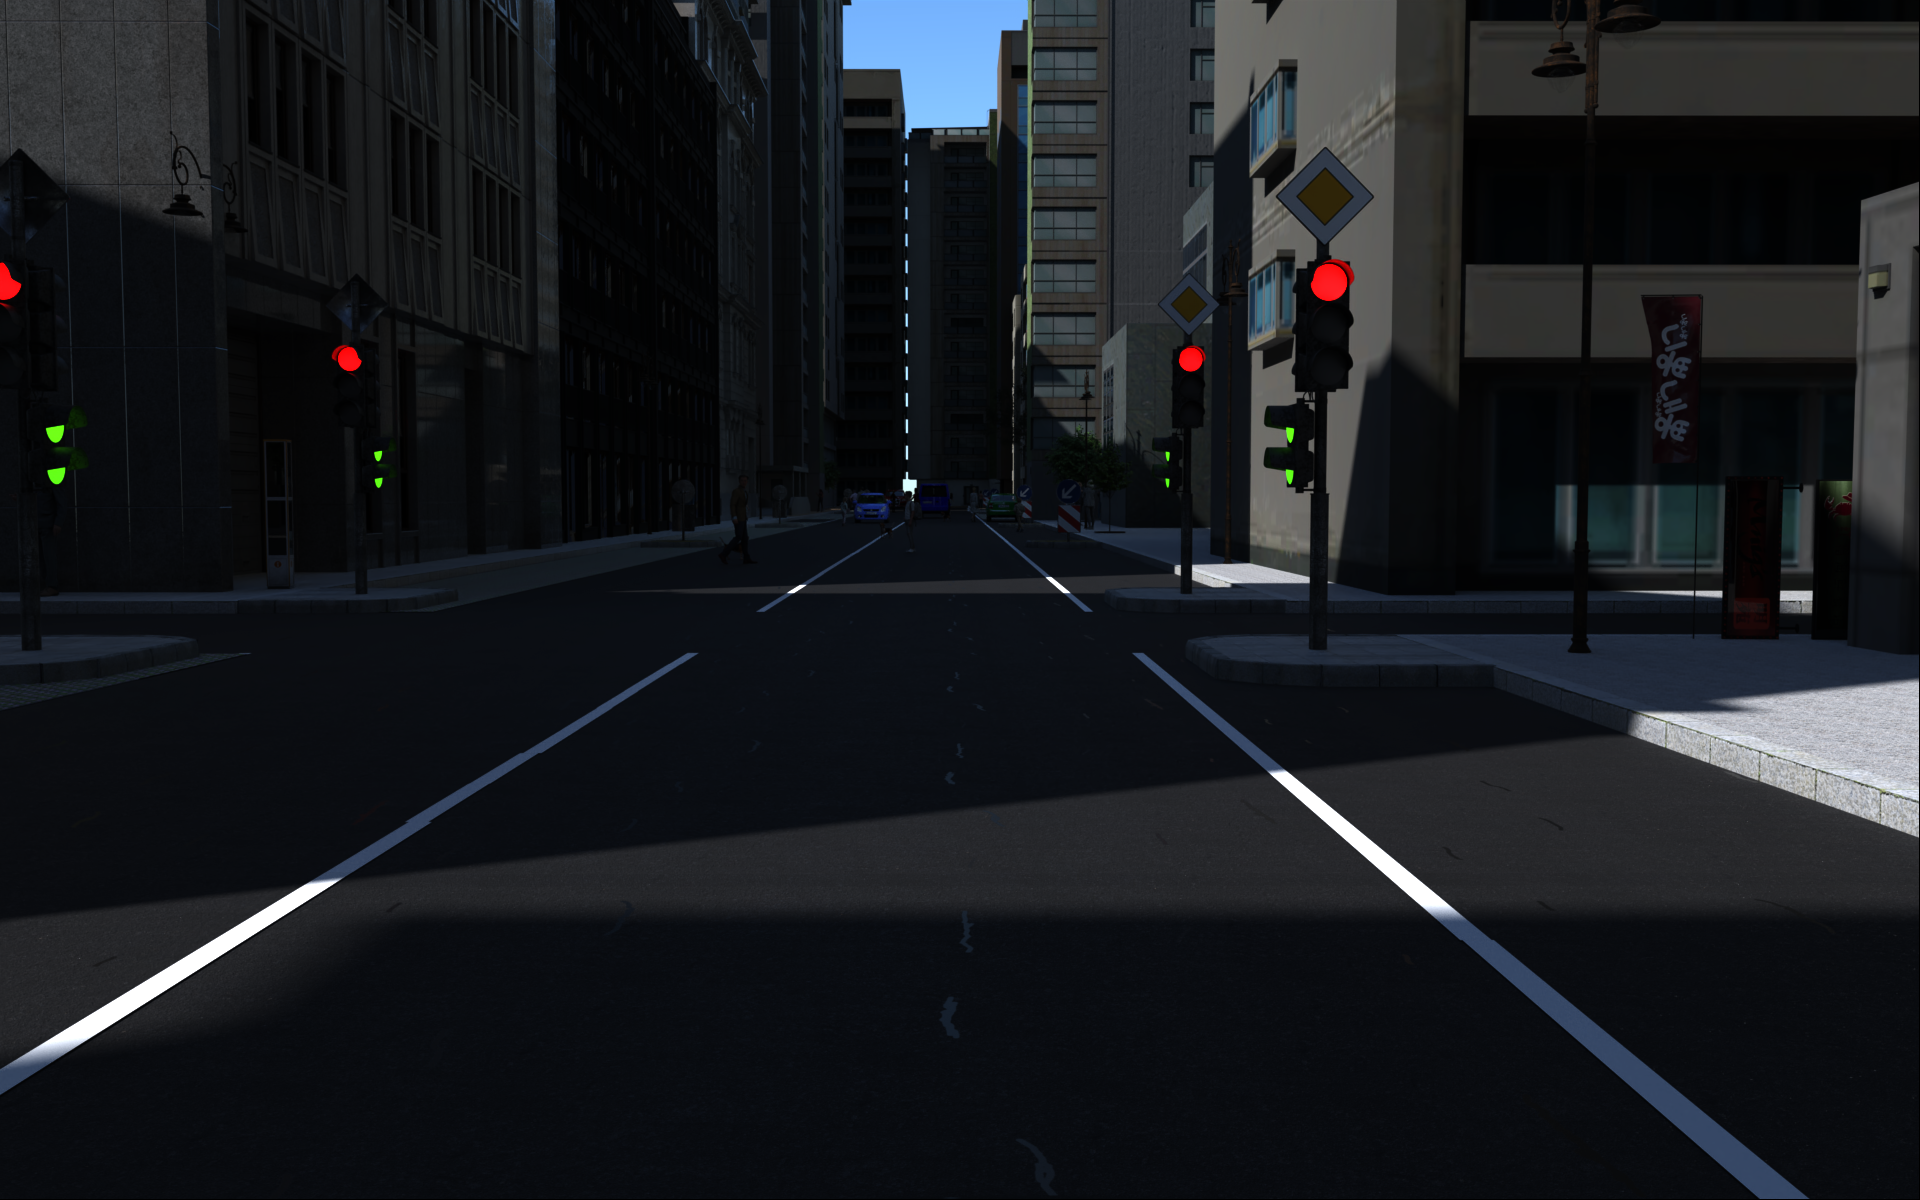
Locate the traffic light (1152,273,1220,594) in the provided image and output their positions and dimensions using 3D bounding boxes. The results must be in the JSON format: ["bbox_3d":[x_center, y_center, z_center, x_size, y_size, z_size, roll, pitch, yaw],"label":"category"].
[{"bbox_3d":[2.895,-2.035,22.190,0.839,4.253,0.868,0,4,0],"label":"traffic light"}]

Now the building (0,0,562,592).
[{"bbox_3d":[-15.696,-13.071,31.735,12.078,24.808,19.932,0,4,0],"label":"building"}]

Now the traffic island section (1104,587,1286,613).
[{"bbox_3d":[2.935,-0.001,22.305,2.009,0.180,2.903,0,4,0],"label":"traffic island section"}]

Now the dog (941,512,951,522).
[{"bbox_3d":[-0.713,-4.327,90.030,0.540,0.507,0.406,0,4,-2],"label":"dog"}]

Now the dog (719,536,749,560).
[{"bbox_3d":[-4.929,-1.135,37.852,0.540,0.507,0.406,-2,4,-32],"label":"dog"}]

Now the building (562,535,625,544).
[{"bbox_3d":[-16.349,-13.452,49.624,12.332,23.373,15.834,0,4,0],"label":"building"}]

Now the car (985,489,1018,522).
[{"bbox_3d":[2.279,-5.024,90.938,1.959,1.807,4.718,0,4,1],"label":"car"}]

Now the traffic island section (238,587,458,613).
[{"bbox_3d":[-7.706,0.002,22.249,2.009,0.180,2.903,0,4,0],"label":"traffic island section"}]

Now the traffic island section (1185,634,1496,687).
[{"bbox_3d":[2.981,0.487,14.320,2.009,0.180,2.903,0,4,0],"label":"traffic island section"}]

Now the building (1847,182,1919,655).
[{"bbox_3d":[17.760,-34.495,2.242,20.563,71.187,20.611,0,4,0],"label":"building"}]

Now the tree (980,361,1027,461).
[{"bbox_3d":[5.135,-10.266,102.268,8.767,10.594,7.601,1,4,12],"label":"tree"}]

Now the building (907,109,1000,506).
[{"bbox_3d":[1.317,-30.812,187.365,14.086,41.232,14.154,0,4,0],"label":"building"}]

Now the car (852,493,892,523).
[{"bbox_3d":[-4.371,-4.689,86.259,1.945,1.707,3.694,0,4,-1],"label":"car"}]

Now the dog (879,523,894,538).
[{"bbox_3d":[-2.372,-2.248,56.045,0.406,0.507,0.540,0,4,6],"label":"dog"}]

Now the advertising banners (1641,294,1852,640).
[{"bbox_3d":[7.012,-1.164,15.212,2.074,3.025,0.090,0,4,5],"label":"advertising banners"}]

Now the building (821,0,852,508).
[{"bbox_3d":[-24.416,-34.833,158.753,27.495,52.752,28.713,0,4,0],"label":"building"}]

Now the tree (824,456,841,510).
[{"bbox_3d":[-11.372,-9.736,142.901,4.285,4.588,4.351,0,3,0],"label":"tree"}]

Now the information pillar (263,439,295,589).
[{"bbox_3d":[-9.212,-1.158,23.430,0.304,2.012,0.304,-1,4,-9],"label":"information pillar"}]

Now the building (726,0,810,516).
[{"bbox_3d":[-26.174,-25.496,108.745,32.217,40.220,23.993,0,4,0],"label":"building"}]

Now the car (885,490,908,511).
[{"bbox_3d":[-5.405,-8.320,144.699,2.281,1.827,5.304,0,4,-1],"label":"car"}]

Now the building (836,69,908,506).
[{"bbox_3d":[-16.722,-34.655,190.308,21.600,48.544,21.300,0,4,0],"label":"building"}]

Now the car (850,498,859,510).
[{"bbox_3d":[-8.264,-7.827,137.762,2.009,1.686,4.222,0,4,0],"label":"car"}]

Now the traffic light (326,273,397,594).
[{"bbox_3d":[-7.666,-2.030,22.115,0.839,4.253,0.868,0,4,0],"label":"traffic light"}]

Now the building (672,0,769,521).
[{"bbox_3d":[-17.463,-18.217,85.230,14.401,28.519,23.554,0,4,0],"label":"building"}]

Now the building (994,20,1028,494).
[{"bbox_3d":[10.626,-31.528,165.589,14.600,45.320,14.200,0,4,0],"label":"building"}]

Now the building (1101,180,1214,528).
[{"bbox_3d":[17.456,-45.591,58.088,22.319,86.520,31.000,0,4,0],"label":"building"}]

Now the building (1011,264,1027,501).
[{"bbox_3d":[18.641,-18.337,144.851,27.650,21.520,28.899,0,4,0],"label":"building"}]

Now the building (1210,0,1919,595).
[{"bbox_3d":[15.856,-24.920,31.141,21.600,48.544,21.300,0,4,0],"label":"building"}]

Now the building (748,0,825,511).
[{"bbox_3d":[-17.587,-27.166,127.767,14.154,41.232,14.086,0,4,0],"label":"building"}]

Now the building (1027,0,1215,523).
[{"bbox_3d":[10.451,-24.852,89.917,14.154,41.232,14.086,0,4,0],"label":"building"}]

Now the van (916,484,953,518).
[{"bbox_3d":[-1.535,-6.089,103.945,2.240,2.365,5.245,0,4,-1],"label":"van"}]

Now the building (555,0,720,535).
[{"bbox_3d":[-16.357,-14.420,65.444,12.332,23.373,15.834,0,4,0],"label":"building"}]

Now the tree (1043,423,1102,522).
[{"bbox_3d":[5.487,-5.909,80.321,4.285,4.588,4.351,0,3,0],"label":"tree"}]

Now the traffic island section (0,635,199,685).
[{"bbox_3d":[-7.661,0.490,14.264,2.009,0.180,2.903,0,4,0],"label":"traffic island section"}]

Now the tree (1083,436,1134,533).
[{"bbox_3d":[4.806,-3.809,56.881,1.663,3.219,1.824,0,3,0],"label":"tree"}]
